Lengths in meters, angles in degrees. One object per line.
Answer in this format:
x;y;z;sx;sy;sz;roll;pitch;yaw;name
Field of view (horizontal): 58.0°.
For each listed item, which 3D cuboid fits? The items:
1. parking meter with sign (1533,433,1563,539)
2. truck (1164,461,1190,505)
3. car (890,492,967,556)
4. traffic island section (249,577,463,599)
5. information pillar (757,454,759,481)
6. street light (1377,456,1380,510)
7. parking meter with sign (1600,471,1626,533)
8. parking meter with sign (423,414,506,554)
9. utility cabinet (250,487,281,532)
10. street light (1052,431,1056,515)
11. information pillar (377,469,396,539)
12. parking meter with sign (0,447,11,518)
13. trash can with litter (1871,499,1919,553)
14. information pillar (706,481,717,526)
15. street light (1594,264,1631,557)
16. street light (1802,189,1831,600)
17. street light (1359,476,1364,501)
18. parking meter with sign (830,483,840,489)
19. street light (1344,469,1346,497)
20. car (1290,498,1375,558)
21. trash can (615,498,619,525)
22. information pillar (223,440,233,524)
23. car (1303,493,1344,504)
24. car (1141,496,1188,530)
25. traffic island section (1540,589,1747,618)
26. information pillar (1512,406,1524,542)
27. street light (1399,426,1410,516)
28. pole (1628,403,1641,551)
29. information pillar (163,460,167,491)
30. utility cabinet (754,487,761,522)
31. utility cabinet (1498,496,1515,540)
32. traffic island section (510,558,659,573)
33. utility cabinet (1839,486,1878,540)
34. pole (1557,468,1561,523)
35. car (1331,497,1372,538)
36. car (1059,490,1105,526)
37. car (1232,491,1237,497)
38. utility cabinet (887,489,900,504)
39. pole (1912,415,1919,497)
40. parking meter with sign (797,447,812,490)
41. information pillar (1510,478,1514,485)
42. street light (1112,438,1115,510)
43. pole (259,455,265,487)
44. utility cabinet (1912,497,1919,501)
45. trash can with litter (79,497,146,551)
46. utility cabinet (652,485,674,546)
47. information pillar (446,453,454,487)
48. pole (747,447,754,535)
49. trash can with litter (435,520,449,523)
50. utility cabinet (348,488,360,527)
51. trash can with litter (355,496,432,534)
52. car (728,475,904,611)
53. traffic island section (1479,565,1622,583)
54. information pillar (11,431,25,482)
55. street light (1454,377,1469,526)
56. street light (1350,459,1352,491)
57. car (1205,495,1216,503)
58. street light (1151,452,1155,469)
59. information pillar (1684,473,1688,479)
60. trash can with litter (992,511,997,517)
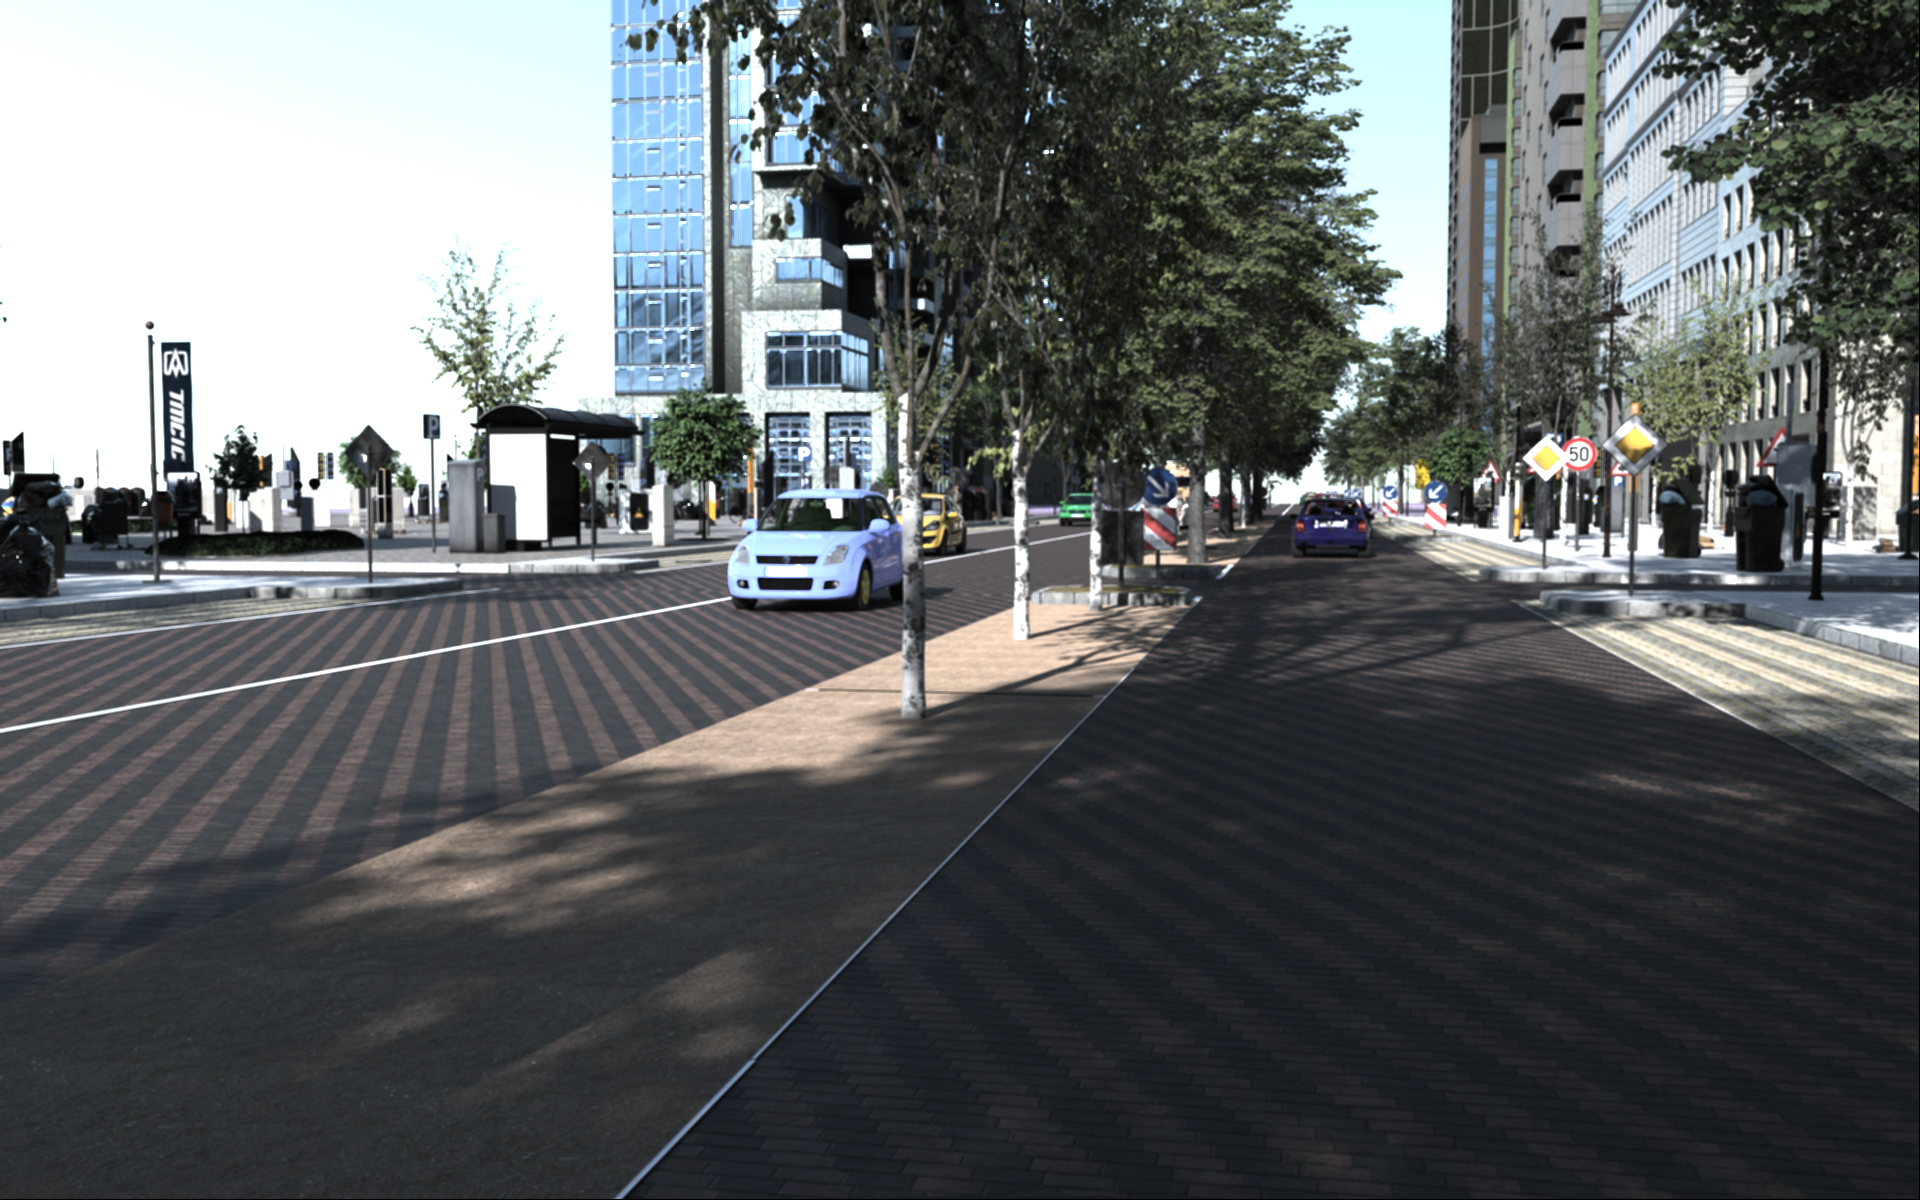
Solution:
16.942;-3.293;50.101;0.543;3.016;1.738;0;4;7;parking meter with sign
18.879;-9.761;148.506;2.839;4.237;11.283;1;4;10;truck
-0.950;-1.898;41.250;2.015;1.641;3.980;1;4;10;car
-8.541;-0.169;25.044;2.009;0.180;2.903;1;4;11;traffic island section
-11.915;-6.773;102.085;0.183;3.616;0.504;-1;4;-9;information pillar
34.525;-10.391;142.678;0.468;5.910;1.993;1;4;11;street light
21.701;-3.739;57.387;0.543;3.016;1.738;0;4;0;parking meter with sign
-10.733;-2.532;37.651;1.738;3.016;0.543;1;4;16;parking meter with sign
-22.096;-2.837;55.056;1.173;1.500;0.318;2;4;33;utility cabinet
5.953;-8.299;108.477;0.468;5.910;1.993;1;4;11;street light
-16.573;-2.778;49.914;0.304;2.012;0.304;2;4;26;information pillar
-36.279;-4.186;64.708;1.738;3.016;0.543;0;4;5;parking meter with sign
20.654;-1.628;37.997;1.055;1.170;0.624;0;4;-1;trash can with litter
-10.077;-4.798;69.806;0.504;3.616;0.183;1;4;11;information pillar
13.116;-3.802;34.948;0.468;5.910;1.993;1;4;11;street light
10.378;-2.938;20.818;0.468;5.910;1.993;1;4;11;street light
44.123;-13.348;191.031;0.468;5.910;1.993;1;4;11;street light
-6.306;-5.676;89.056;0.543;3.016;1.738;-3;5;-43;parking meter with sign
57.521;-17.509;259.062;0.468;5.910;1.993;1;4;11;street light
8.600;-1.683;40.090;1.945;1.354;3.894;1;4;12;car
-13.377;-3.508;69.008;0.748;1.137;0.748;0;3;0;trash can
-31.720;-5.114;74.975;0.504;3.616;0.183;3;5;43;information pillar
16.269;-4.126;76.499;2.155;1.783;4.494;1;4;10;car
8.423;-3.596;71.158;2.083;1.381;4.827;1;4;12;car
8.420;0.036;21.689;2.009;0.180;2.903;1;4;11;traffic island section
14.933;-3.356;46.224;0.183;3.616;0.504;2;4;32;information pillar
27.857;-8.338;109.112;0.468;5.910;1.993;1;4;11;street light
15.102;-2.748;38.780;0.158;3.312;0.155;0;3;0;pole
-54.418;-7.792;118.757;0.504;3.616;0.183;1;4;16;information pillar
-6.520;-2.841;55.132;0.318;1.500;1.173;0;3;0;utility cabinet
15.542;-2.327;49.203;0.306;1.237;1.020;2;4;26;utility cabinet
-6.988;-0.648;32.877;2.009;0.180;2.903;1;4;11;traffic island section
24.929;-2.408;48.054;1.173;1.500;0.318;-2;4;-27;utility cabinet
24.392;-4.692;70.549;0.158;3.312;0.155;0;3;0;pole
12.865;-2.788;58.161;1.945;1.354;3.894;1;4;9;car
5.559;-4.262;78.478;1.959;1.807;4.718;1;4;10;car
36.662;-13.946;236.696;2.281;1.827;5.304;1;4;11;car
-2.759;-3.886;72.220;0.318;1.500;1.173;1;4;13;utility cabinet
24.716;-3.117;44.811;0.158;3.312;0.155;0;3;0;pole
-5.724;-4.179;64.590;0.543;3.016;1.738;0;4;1;parking meter with sign
25.253;-4.556;78.987;0.304;2.012;0.304;-2;4;-28;information pillar
12.579;-10.355;142.096;0.468;5.910;1.993;1;4;11;street light
-36.108;-5.859;89.644;0.158;3.312;0.155;0;3;0;pole
22.074;-1.709;39.100;1.020;1.237;0.306;3;5;45;utility cabinet
-18.979;-1.757;39.778;2.233;1.210;1.678;-2;4;-25;trash can with litter
-7.327;-2.079;42.672;0.318;1.500;1.173;0;4;2;utility cabinet
-28.897;-6.540;98.278;0.183;3.616;0.504;3;5;39;information pillar
-6.497;-3.662;53.725;0.158;3.312;0.155;0;3;0;pole
-23.148;-3.978;76.098;2.233;1.210;1.678;-2;4;-28;trash can with litter
-23.424;-3.563;66.936;0.318;1.500;1.173;-2;4;-25;utility cabinet
-18.478;-2.732;55.732;2.233;1.210;1.678;2;4;26;trash can with litter
-1.762;-0.788;22.472;1.945;1.707;3.694;1;4;10;car
9.973;-0.443;29.522;2.009;0.180;2.903;1;4;11;traffic island section
-34.677;-4.433;63.832;0.183;3.616;0.504;2;4;29;information pillar
19.842;-5.864;68.662;0.468;5.910;1.993;1;4;11;street light
50.891;-15.441;225.239;0.468;5.910;1.993;1;4;11;street light
35.930;-14.411;248.193;1.945;1.354;3.894;1;4;10;car
19.562;-12.472;176.712;0.468;5.910;1.993;1;4;11;street light
25.735;-3.461;61.077;0.304;2.012;0.304;0;4;-4;information pillar
1.585;-5.166;95.859;1.055;1.170;0.624;-1;4;-21;trash can with litter
